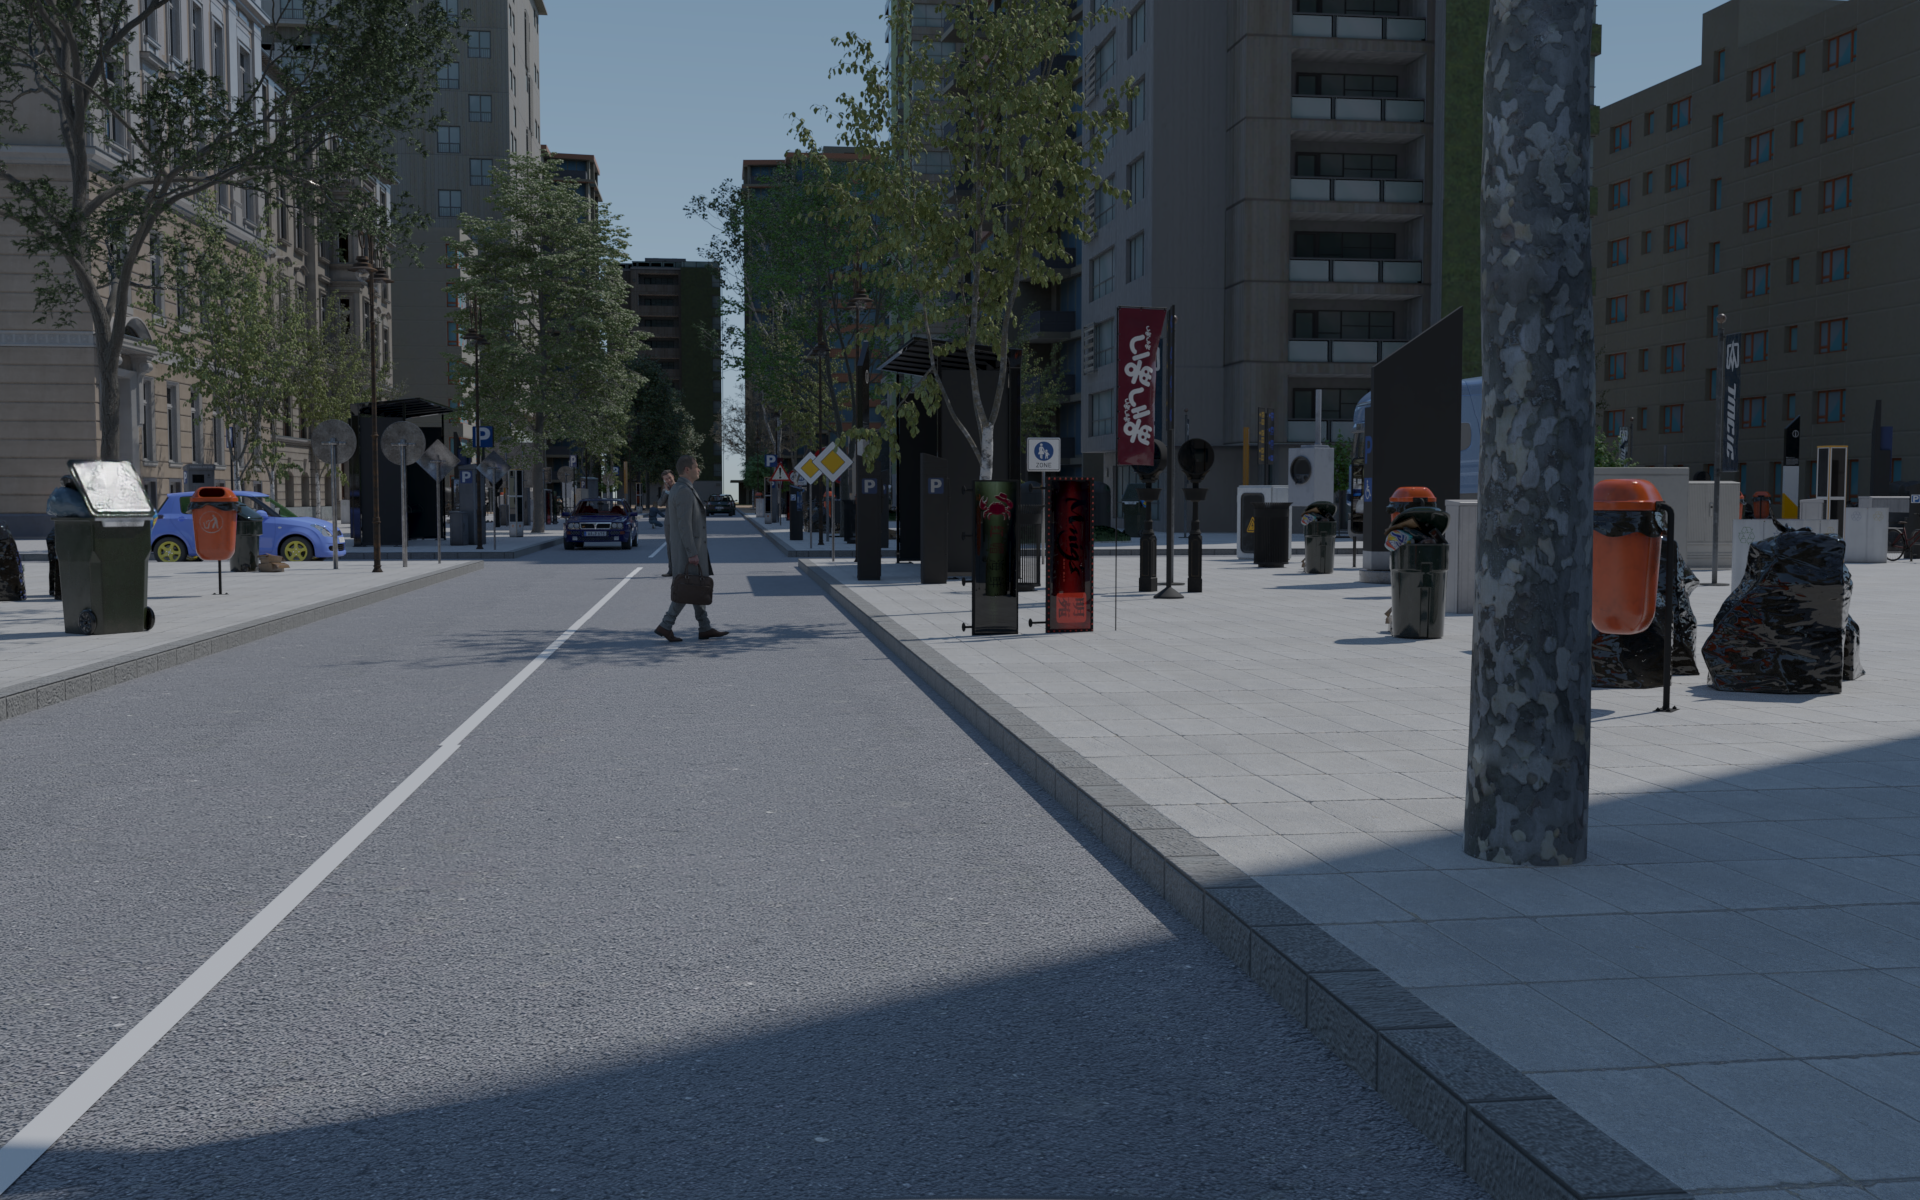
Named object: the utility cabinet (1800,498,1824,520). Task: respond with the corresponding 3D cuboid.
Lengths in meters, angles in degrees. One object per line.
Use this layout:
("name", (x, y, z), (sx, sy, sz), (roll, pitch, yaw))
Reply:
("utility cabinet", (12.317, -0.853, 25.105), (0.306, 1.237, 1.020), (2, 4, 25))

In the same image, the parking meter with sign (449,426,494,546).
("parking meter with sign", (-12.345, -2.901, 43.697), (0.543, 3.016, 1.738), (0, 4, 8))

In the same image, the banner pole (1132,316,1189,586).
("banner pole", (2.795, -2.107, 24.460), (0.863, 3.779, 0.401), (3, 4, 38))

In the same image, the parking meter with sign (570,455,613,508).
("parking meter with sign", (-16.593, -4.980, 77.682), (0.543, 3.016, 1.738), (3, 5, 44))

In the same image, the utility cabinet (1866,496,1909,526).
("utility cabinet", (23.777, -2.021, 44.199), (1.020, 1.237, 0.306), (1, 4, 11))

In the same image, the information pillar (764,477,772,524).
("information pillar", (-8.235, -4.273, 74.358), (0.304, 2.012, 0.304), (0, 4, -2))

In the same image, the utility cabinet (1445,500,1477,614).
("utility cabinet", (5.773, -0.464, 18.749), (1.020, 1.237, 0.306), (-1, 4, -16))

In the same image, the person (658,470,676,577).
("person", (-4.910, -1.324, 29.946), (0.655, 1.846, 0.447), (1, 4, 11))

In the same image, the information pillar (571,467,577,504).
("information pillar", (-24.141, -7.144, 108.167), (0.504, 3.616, 0.183), (2, 4, 35))

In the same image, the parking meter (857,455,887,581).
("parking meter", (-1.332, -1.226, 25.762), (0.399, 1.863, 0.255), (0, 4, -3))

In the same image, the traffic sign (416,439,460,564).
("traffic sign", (-9.587, -1.725, 31.847), (0.795, 2.450, 0.064), (0, 4, -8))

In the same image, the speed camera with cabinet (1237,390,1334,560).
("speed camera with cabinet", (6.235, -2.384, 33.313), (0.660, 3.252, 2.038), (-2, 4, -35))

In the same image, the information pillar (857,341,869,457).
("information pillar", (-1.467, -2.142, 26.372), (0.183, 3.616, 0.504), (1, 4, 9))

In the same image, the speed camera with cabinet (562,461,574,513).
("speed camera with cabinet", (-23.350, -6.652, 103.091), (0.660, 3.252, 2.038), (-1, 4, -10))

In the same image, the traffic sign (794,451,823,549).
("traffic sign", (-3.513, -2.269, 40.733), (0.795, 2.450, 0.064), (0, 4, -8))

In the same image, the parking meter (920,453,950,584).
("parking meter", (-0.355, -1.165, 24.762), (0.399, 1.863, 0.255), (-1, 4, -11))

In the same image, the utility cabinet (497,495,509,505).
("utility cabinet", (-24.970, -5.116, 94.812), (1.020, 1.237, 0.306), (1, 4, 13))

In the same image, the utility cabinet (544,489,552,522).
("utility cabinet", (-18.650, -4.229, 77.820), (0.318, 1.500, 1.173), (0, 4, 5))

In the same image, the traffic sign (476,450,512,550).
("traffic sign", (-10.690, -2.209, 39.756), (0.795, 2.450, 0.064), (0, 4, -8))

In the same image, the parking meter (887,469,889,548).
("parking meter", (-1.905, -2.163, 41.078), (0.399, 1.863, 0.255), (-1, 4, -17))

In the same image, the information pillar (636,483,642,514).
("information pillar", (-21.034, -6.671, 113.557), (0.304, 2.012, 0.304), (1, 4, 13))

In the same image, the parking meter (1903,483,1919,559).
("parking meter", (18.945, -1.586, 34.347), (0.372, 1.533, 0.369), (0, 3, 0))

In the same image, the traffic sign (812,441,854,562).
("traffic sign", (-2.409, -1.785, 32.824), (0.795, 2.450, 0.064), (0, 4, -8))

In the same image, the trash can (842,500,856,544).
("trash can", (-2.698, -2.023, 44.723), (0.748, 1.137, 0.748), (0, 3, 0))

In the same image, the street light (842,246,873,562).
("street light", (-1.915, -3.651, 32.489), (0.468, 5.910, 1.993), (0, 4, -8))

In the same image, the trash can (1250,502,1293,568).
("trash can", (5.445, -1.140, 30.285), (0.748, 1.137, 0.748), (0, 3, 0))

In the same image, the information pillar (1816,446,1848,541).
("information pillar", (13.303, -1.344, 26.466), (0.304, 2.012, 0.304), (-1, 4, -10))

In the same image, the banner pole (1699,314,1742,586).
("banner pole", (10.579, -2.075, 23.943), (0.401, 3.779, 0.863), (0, 4, 0))

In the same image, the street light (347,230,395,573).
("street light", (-9.541, -3.388, 28.186), (0.468, 5.910, 1.993), (0, 4, -8))

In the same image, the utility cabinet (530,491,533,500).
("utility cabinet", (-27.912, -6.314, 111.907), (1.173, 1.500, 0.318), (-1, 4, -19))

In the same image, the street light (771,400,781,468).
("street light", (-8.391, -6.508, 79.199), (0.468, 5.910, 1.993), (0, 4, -8))

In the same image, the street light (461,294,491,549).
("street light", (-11.176, -4.119, 40.131), (0.468, 5.910, 1.993), (0, 4, -8))

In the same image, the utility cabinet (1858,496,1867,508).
("utility cabinet", (24.675, -2.180, 46.804), (0.306, 1.237, 1.020), (0, 3, 0))

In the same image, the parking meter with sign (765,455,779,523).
("parking meter with sign", (-8.352, -4.959, 77.333), (0.543, 3.016, 1.738), (0, 4, -1))

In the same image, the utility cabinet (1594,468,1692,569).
("utility cabinet", (5.511, -0.366, 14.667), (1.173, 1.500, 0.318), (0, 4, -4))

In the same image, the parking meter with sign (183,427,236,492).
("parking meter with sign", (-19.539, -2.947, 44.440), (1.738, 3.016, 0.543), (-3, 4, -39))

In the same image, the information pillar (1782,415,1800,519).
("information pillar", (24.658, -3.671, 51.372), (0.504, 3.616, 0.183), (-1, 4, -12))

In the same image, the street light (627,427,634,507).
("street light", (-20.957, -8.392, 109.989), (0.468, 5.910, 1.993), (0, 4, -8))

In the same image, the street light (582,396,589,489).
("street light", (-16.196, -6.254, 75.042), (0.468, 5.910, 1.993), (0, 4, -8))

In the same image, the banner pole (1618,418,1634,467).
("banner pole", (21.759, -4.072, 56.587), (0.863, 3.779, 0.401), (-2, 4, -31))

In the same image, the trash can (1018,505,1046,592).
("trash can", (0.767, -0.691, 22.944), (0.748, 1.137, 0.748), (0, 3, 0))

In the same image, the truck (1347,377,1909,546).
("truck", (17.703, -3.106, 40.535), (18.799, 4.110, 2.967), (-1, 4, -9))

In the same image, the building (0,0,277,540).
("building", (-31.807, -16.576, 56.918), (13.634, 28.700, 20.117), (0, 4, -8))

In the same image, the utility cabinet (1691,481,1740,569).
("utility cabinet", (12.561, -1.264, 29.345), (1.173, 1.500, 0.318), (0, 4, -3))

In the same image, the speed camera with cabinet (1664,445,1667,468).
("speed camera with cabinet", (28.209, -4.676, 70.784), (0.660, 3.252, 2.038), (-1, 4, -12))

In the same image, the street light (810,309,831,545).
("street light", (-3.502, -4.322, 43.457), (0.468, 5.910, 1.993), (0, 4, -8))

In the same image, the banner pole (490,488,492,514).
("banner pole", (-29.899, -7.402, 111.041), (0.401, 3.779, 0.863), (3, 5, 45))

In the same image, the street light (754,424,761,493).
("street light", (-13.315, -8.644, 114.123), (0.468, 5.910, 1.993), (0, 4, -8))

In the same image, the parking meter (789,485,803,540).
("parking meter", (-4.539, -2.422, 48.003), (0.372, 1.533, 0.369), (0, 3, 0))

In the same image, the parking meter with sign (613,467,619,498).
("parking meter with sign", (-22.522, -7.003, 110.756), (1.738, 3.016, 0.543), (3, 5, 44))

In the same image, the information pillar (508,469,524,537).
("information pillar", (-13.178, -2.869, 51.395), (0.304, 2.012, 0.304), (2, 4, 27))

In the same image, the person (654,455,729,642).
("person", (-2.623, -0.509, 16.923), (0.767, 1.812, 0.694), (-1, 4, -16))

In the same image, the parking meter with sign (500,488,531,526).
("parking meter with sign", (-17.867, -4.538, 70.456), (1.738, 3.016, 0.543), (0, 4, 0))

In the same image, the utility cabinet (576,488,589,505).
("utility cabinet", (-14.768, -3.614, 67.761), (0.318, 1.500, 1.173), (-1, 4, -22))

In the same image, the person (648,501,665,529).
("person", (-12.692, -3.550, 72.043), (1.012, 1.151, 0.738), (2, 4, 35))
